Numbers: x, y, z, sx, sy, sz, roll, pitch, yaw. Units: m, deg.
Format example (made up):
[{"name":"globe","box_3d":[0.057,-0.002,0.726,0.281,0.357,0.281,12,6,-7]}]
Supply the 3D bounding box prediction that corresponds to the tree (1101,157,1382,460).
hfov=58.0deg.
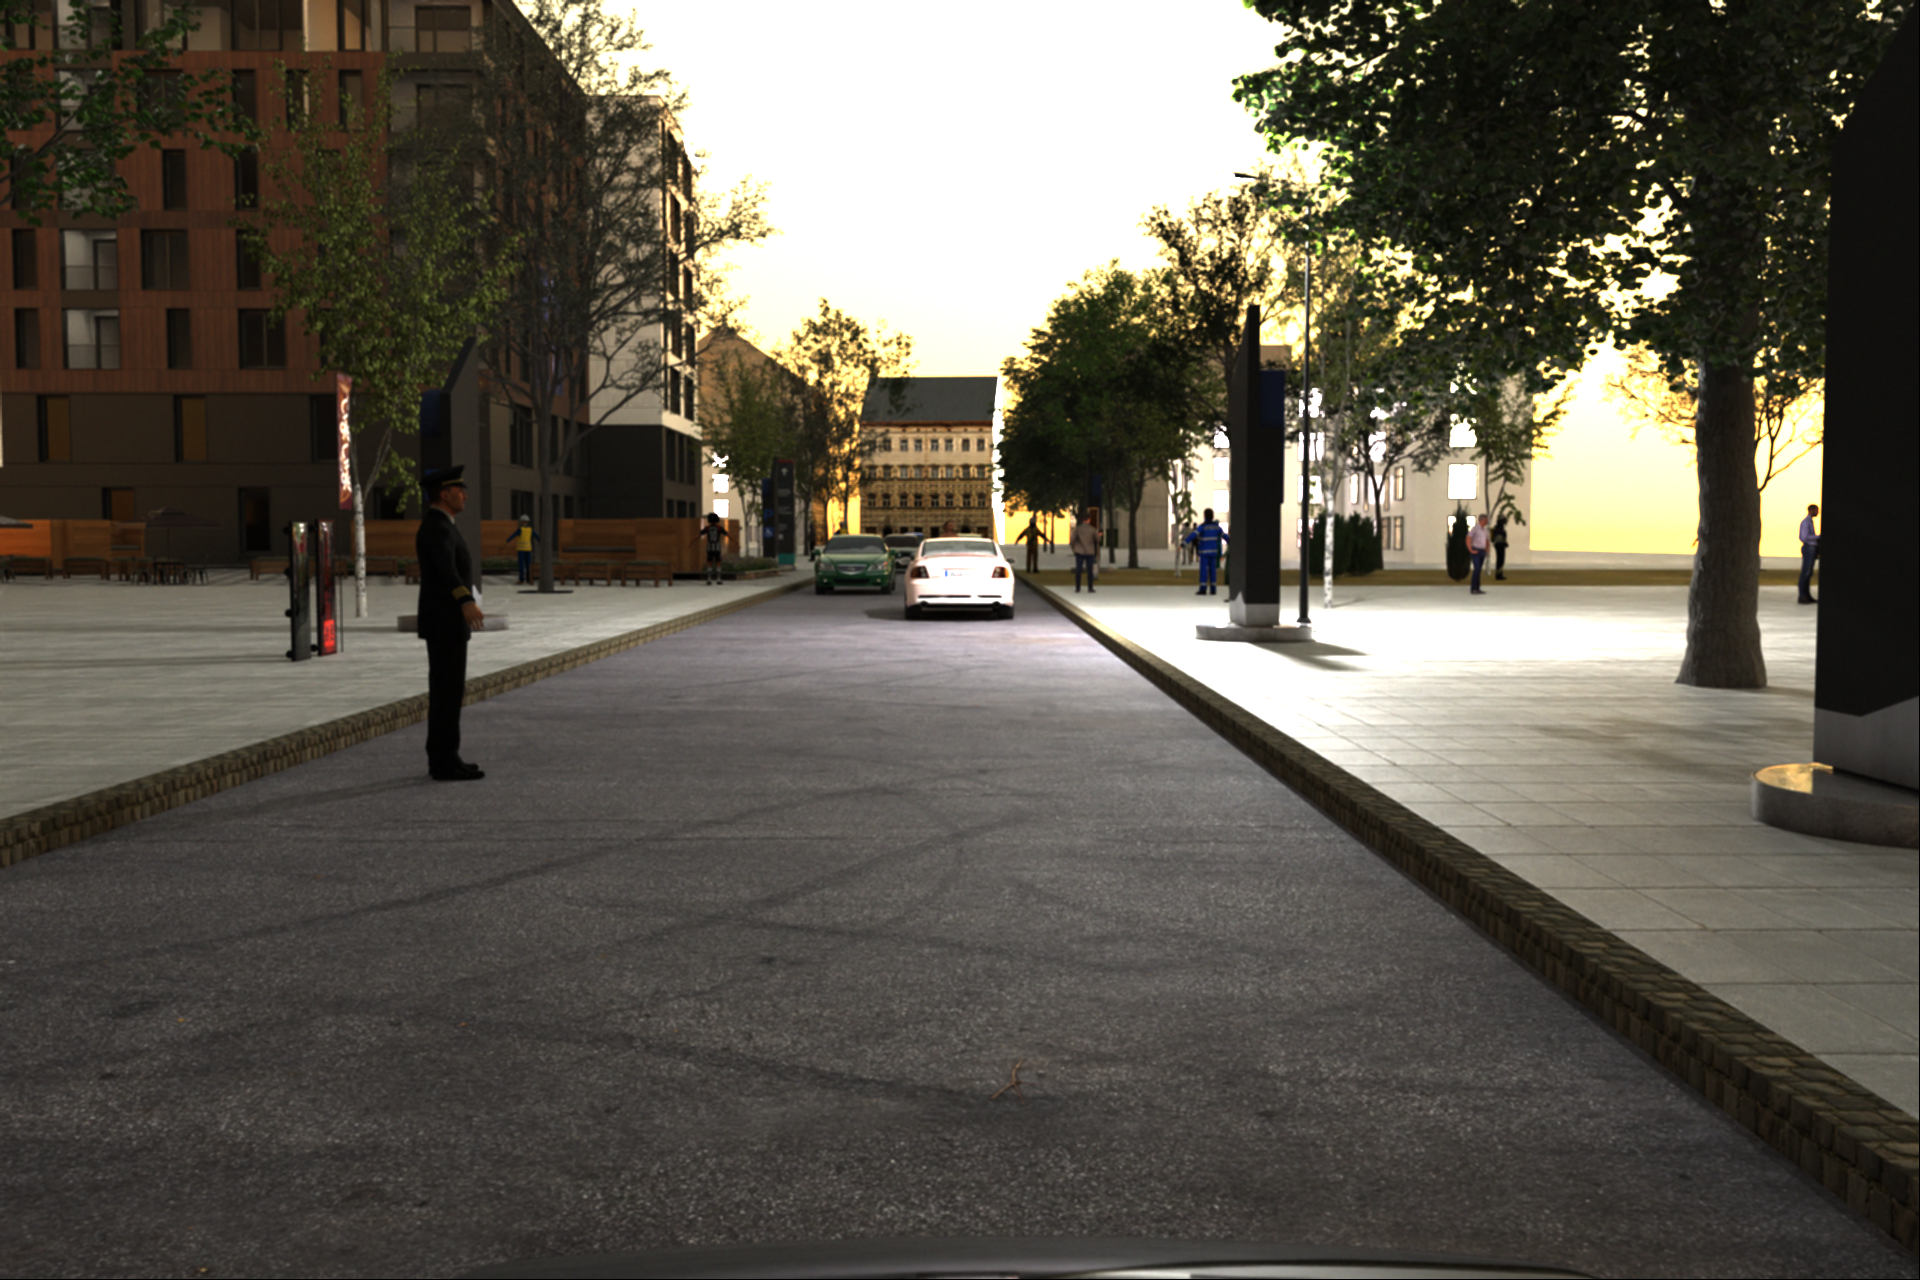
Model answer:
[{"name":"tree","box_3d":[7.054,-6.591,42.180,7.601,10.594,8.767,-3,4,-36]}]

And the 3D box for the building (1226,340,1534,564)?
[{"name":"building","box_3d":[20.307,-8.963,88.691,9.099,9.664,28.070,0,4,0]}]

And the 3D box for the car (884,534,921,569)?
[{"name":"car","box_3d":[-2.209,-3.372,64.913,2.009,1.686,4.222,0,4,0]}]

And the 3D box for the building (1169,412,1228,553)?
[{"name":"building","box_3d":[20.501,-10.844,119.451,9.099,9.664,28.070,0,3,0]}]

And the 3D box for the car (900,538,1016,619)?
[{"name":"car","box_3d":[-0.032,-1.108,30.477,2.083,1.381,4.827,0,4,-1]}]

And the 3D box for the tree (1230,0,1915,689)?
[{"name":"tree","box_3d":[6.382,-6.580,14.232,9.857,13.997,8.962,0,3,0]}]

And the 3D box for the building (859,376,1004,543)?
[{"name":"building","box_3d":[-3.614,-24.855,239.772,18.063,23.208,19.493,0,4,5]}]

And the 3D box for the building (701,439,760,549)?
[{"name":"building","box_3d":[-23.709,-13.768,167.262,9.099,9.664,28.070,0,4,-1]}]

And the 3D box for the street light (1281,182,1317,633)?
[{"name":"street light","box_3d":[5.017,-3.048,22.375,1.470,5.913,1.316,0,4,0]}]

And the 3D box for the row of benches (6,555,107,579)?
[{"name":"row of benches","box_3d":[-26.461,-2.079,49.447,4.104,0.672,1.422,-1,4,-16]}]

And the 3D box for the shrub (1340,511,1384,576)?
[{"name":"shrub","box_3d":[12.055,-2.947,52.610,1.690,2.028,1.600,0,3,0]}]

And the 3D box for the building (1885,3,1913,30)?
[{"name":"building","box_3d":[23.082,-10.729,31.835,16.016,20.090,11.380,0,4,0]}]

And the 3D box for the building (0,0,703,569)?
[{"name":"building","box_3d":[-27.852,-14.353,78.650,27.936,21.610,32.646,0,4,-1]}]

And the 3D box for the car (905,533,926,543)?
[{"name":"car","box_3d":[-2.705,-5.596,101.086,1.945,1.707,3.694,0,4,0]}]

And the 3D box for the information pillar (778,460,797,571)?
[{"name":"information pillar","box_3d":[-6.137,-4.379,60.976,0.750,3.857,0.750,0,4,-1]}]

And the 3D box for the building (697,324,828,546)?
[{"name":"building","box_3d":[-24.662,-21.964,190.032,19.493,23.208,18.063,0,4,1]}]

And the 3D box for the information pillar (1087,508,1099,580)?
[{"name":"information pillar","box_3d":[3.700,-2.678,48.272,0.304,2.012,0.304,0,3,0]}]

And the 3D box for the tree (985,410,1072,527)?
[{"name":"tree","box_3d":[5.639,-13.484,138.591,7.486,12.596,7.792,0,3,0]}]

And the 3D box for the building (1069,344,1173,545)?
[{"name":"building","box_3d":[22.498,-22.538,199.422,19.493,23.208,18.063,0,4,0]}]

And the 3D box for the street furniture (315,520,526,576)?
[{"name":"street furniture","box_3d":[-18.380,-2.981,55.591,9.812,1.723,11.010,-1,4,-17]}]

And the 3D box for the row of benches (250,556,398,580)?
[{"name":"row of benches","box_3d":[-18.168,-2.071,49.316,4.104,0.672,1.422,-2,4,-35]}]

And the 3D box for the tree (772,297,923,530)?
[{"name":"tree","box_3d":[-8.959,-17.224,137.495,12.611,20.169,13.585,0,3,0]}]

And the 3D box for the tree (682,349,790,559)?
[{"name":"tree","box_3d":[-8.548,-7.207,68.201,4.737,8.622,4.395,0,3,0]}]

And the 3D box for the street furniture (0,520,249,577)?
[{"name":"street furniture","box_3d":[-30.432,-3.049,56.705,9.812,1.723,11.010,3,4,36]}]

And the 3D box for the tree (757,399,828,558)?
[{"name":"tree","box_3d":[-8.740,-8.735,93.181,4.360,8.622,3.978,0,3,0]}]

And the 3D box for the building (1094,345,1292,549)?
[{"name":"building","box_3d":[22.577,-18.574,170.147,16.747,18.905,31.486,0,3,0]}]

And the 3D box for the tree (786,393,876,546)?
[{"name":"tree","box_3d":[-9.160,-11.068,115.369,7.601,10.594,8.767,-2,4,-32]}]

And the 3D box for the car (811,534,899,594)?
[{"name":"car","box_3d":[-2.539,-1.885,42.618,2.131,1.459,4.920,0,4,0]}]

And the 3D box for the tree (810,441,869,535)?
[{"name":"tree","box_3d":[-9.312,-10.651,124.509,4.360,8.622,3.978,0,3,0]}]

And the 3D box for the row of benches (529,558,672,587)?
[{"name":"row of benches","box_3d":[-8.858,-1.680,42.935,4.104,0.672,1.422,2,4,27]}]

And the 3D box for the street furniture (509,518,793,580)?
[{"name":"street furniture","box_3d":[-7.909,-2.746,51.752,9.812,1.723,11.010,0,4,6]}]

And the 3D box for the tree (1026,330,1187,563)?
[{"name":"tree","box_3d":[6.385,-8.655,75.921,7.601,10.594,8.767,-1,4,-22]}]

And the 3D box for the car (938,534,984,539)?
[{"name":"car","box_3d":[0.022,-2.198,47.742,2.131,1.459,4.920,0,4,-1]}]

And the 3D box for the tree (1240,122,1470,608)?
[{"name":"tree","box_3d":[6.168,-4.855,29.738,4.360,8.622,3.978,0,3,0]}]

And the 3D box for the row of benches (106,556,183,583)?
[{"name":"row of benches","box_3d":[-22.202,-1.931,47.029,1.422,0.672,4.104,-3,5,-44]}]

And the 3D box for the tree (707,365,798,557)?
[{"name":"tree","box_3d":[-8.639,-7.556,73.900,4.737,8.622,4.395,0,3,0]}]

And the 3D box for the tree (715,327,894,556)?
[{"name":"tree","box_3d":[-9.094,-11.730,102.161,12.009,13.543,11.850,0,3,0]}]

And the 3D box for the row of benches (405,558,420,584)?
[{"name":"row of benches","box_3d":[-14.096,-1.875,46.116,1.422,0.672,4.104,0,4,-7]}]

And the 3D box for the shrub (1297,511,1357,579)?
[{"name":"shrub","box_3d":[10.541,-2.794,49.731,1.661,2.075,1.752,0,3,0]}]
